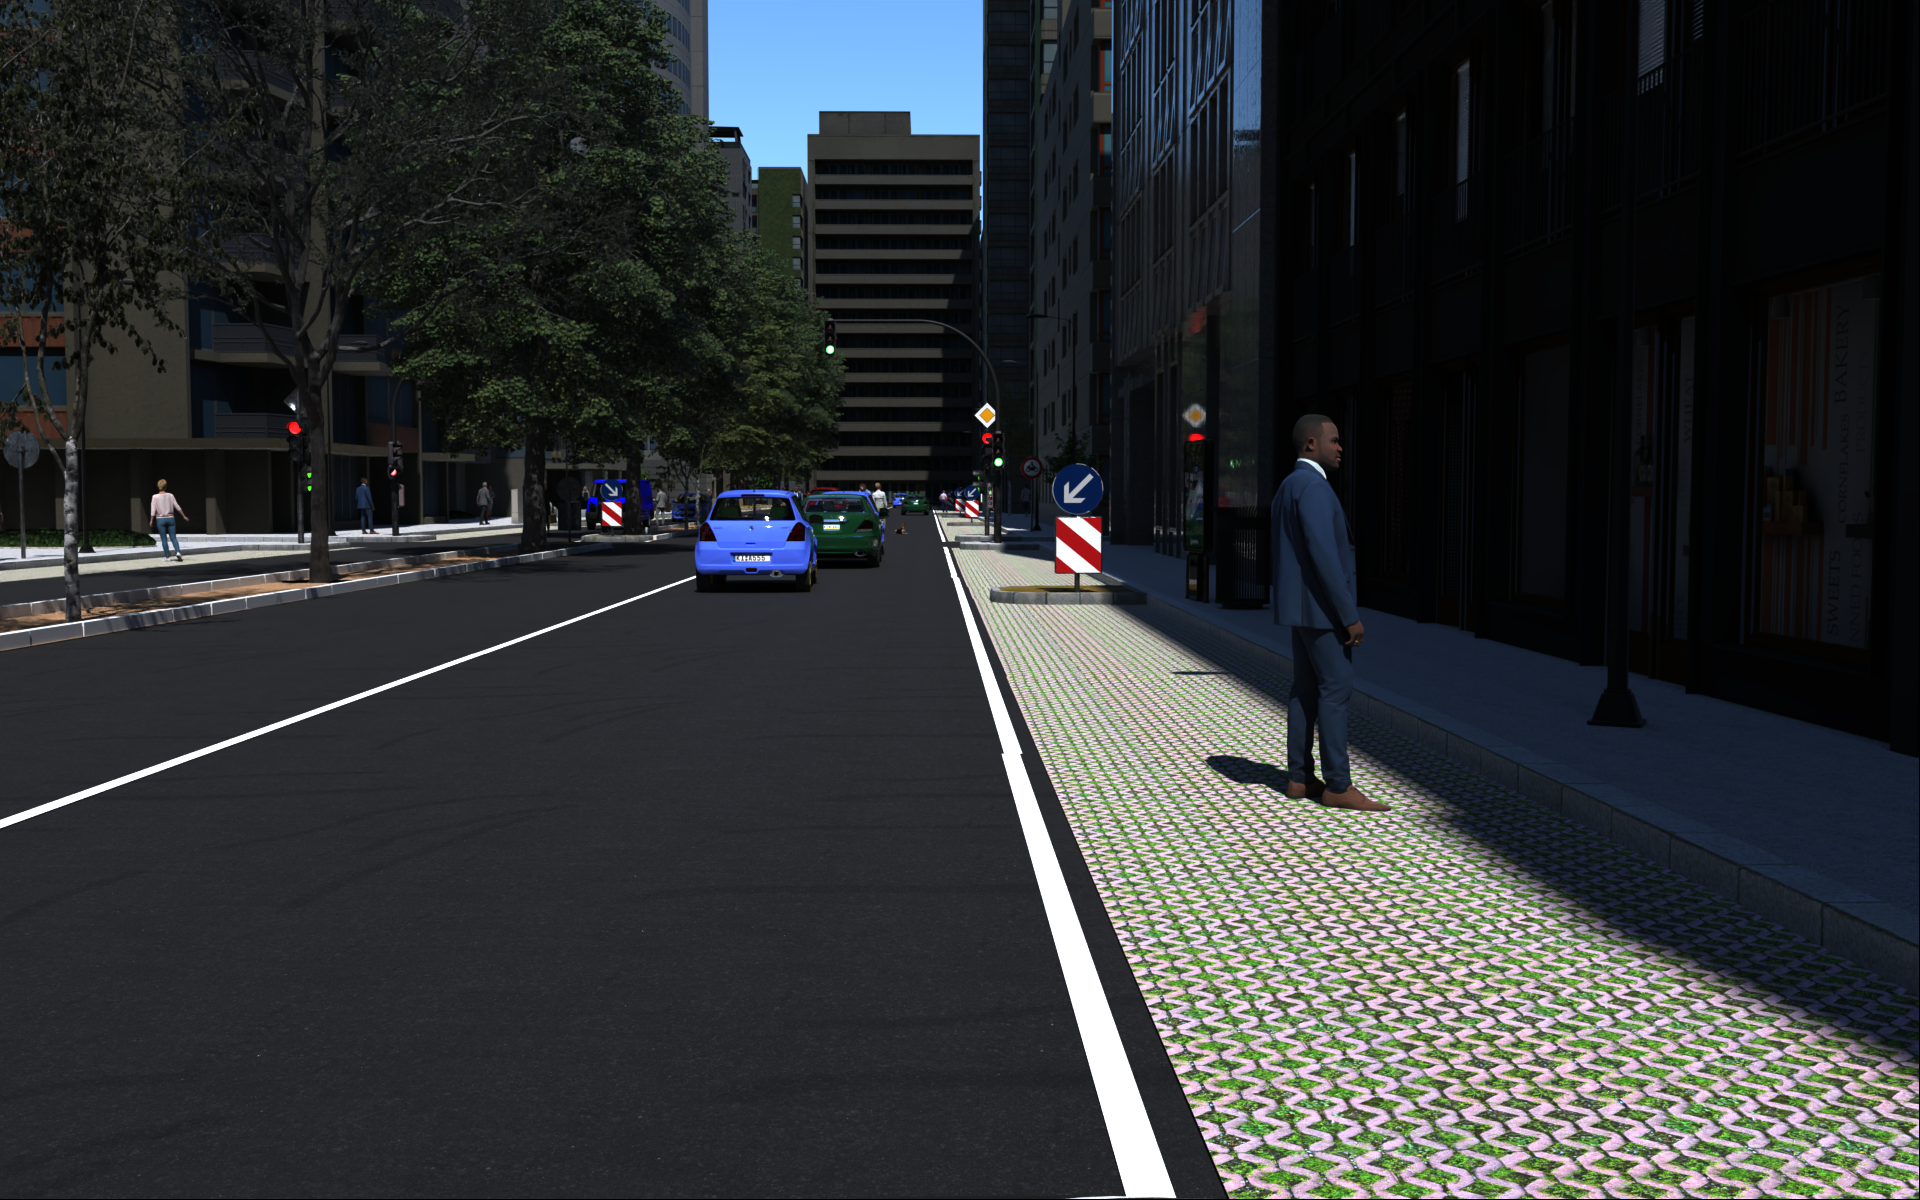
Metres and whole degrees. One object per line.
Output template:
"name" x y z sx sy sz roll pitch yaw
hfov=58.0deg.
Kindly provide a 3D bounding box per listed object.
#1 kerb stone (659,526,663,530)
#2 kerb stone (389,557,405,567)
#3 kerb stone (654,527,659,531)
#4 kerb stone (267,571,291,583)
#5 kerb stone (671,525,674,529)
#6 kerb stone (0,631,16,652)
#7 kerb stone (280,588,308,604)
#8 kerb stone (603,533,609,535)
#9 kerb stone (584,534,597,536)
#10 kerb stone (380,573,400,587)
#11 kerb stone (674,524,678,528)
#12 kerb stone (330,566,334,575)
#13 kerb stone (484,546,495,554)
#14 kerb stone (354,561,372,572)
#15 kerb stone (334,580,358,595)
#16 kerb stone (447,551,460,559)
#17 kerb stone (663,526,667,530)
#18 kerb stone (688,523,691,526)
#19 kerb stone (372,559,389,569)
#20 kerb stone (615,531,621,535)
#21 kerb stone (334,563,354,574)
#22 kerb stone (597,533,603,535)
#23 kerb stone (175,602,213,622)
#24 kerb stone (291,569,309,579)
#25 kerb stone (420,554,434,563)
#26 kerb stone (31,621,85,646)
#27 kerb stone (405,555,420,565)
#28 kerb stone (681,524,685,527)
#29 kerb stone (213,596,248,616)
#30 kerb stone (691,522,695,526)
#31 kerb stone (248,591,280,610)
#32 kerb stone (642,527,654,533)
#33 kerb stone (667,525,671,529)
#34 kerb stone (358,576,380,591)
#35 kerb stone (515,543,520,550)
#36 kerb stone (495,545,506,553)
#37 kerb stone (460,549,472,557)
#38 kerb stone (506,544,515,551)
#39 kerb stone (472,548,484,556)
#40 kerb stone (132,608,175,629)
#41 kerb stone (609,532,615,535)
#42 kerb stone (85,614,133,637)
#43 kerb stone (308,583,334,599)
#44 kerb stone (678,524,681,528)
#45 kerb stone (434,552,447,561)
"kerb stone" -11.817 -2.771 67.495 0.120 0.150 1.000 0 4 -1
"kerb stone" -11.212 -0.731 34.144 0.120 0.150 1.000 0 4 -1
"kerb stone" -11.799 -2.705 66.473 0.120 0.150 1.000 0 4 -1
"kerb stone" -11.102 -0.355 28.006 0.120 0.150 1.000 0 4 -1
"kerb stone" -11.873 -2.958 70.570 0.120 0.150 1.000 0 4 -1
"kerb stone" -8.775 0.395 15.744 0.120 0.150 1.000 0 4 -1
"kerb stone" -8.909 -0.044 22.922 0.120 0.150 1.000 0 4 -1
"kerb stone" -11.612 -2.079 56.182 0.120 0.150 1.000 0 4 -1
"kerb stone" -11.578 -1.954 54.138 0.120 0.150 1.000 0 4 -1
"kerb stone" -8.986 -0.295 27.017 0.120 0.150 1.000 0 4 -1
"kerb stone" -11.889 -3.021 71.592 0.120 0.150 1.000 0 4 -1
"kerb stone" -11.136 -0.481 30.052 0.120 0.150 1.000 0 4 -1
"kerb stone" -11.337 -1.170 41.325 0.120 0.150 1.000 0 4 -1
"kerb stone" -11.174 -0.606 32.098 0.120 0.150 1.000 0 4 -1
"kerb stone" -8.942 -0.170 24.973 0.120 0.150 1.000 0 4 -1
"kerb stone" -11.286 -0.981 38.238 0.120 0.150 1.000 0 4 -1
"kerb stone" -11.835 -2.833 68.517 0.120 0.150 1.000 0 4 -1
"kerb stone" -11.974 -3.266 75.684 0.120 0.150 1.000 0 4 -1
"kerb stone" -11.192 -0.667 33.122 0.120 0.150 1.000 0 4 -1
"kerb stone" -11.649 -2.204 58.233 0.120 0.150 1.000 0 4 -1
"kerb stone" -11.152 -0.540 31.074 0.120 0.150 1.000 0 4 -1
"kerb stone" -11.592 -2.014 55.160 0.120 0.150 1.000 0 4 -1
"kerb stone" -8.855 0.150 19.843 0.120 0.150 1.000 0 4 -1
"kerb stone" -11.115 -0.418 29.028 0.120 0.150 1.000 0 4 -1
"kerb stone" -11.243 -0.856 36.195 0.120 0.150 1.000 0 4 -1
"kerb stone" -8.803 0.332 16.766 0.120 0.150 1.000 0 4 -1
"kerb stone" -11.232 -0.794 35.173 0.120 0.150 1.000 0 4 -1
"kerb stone" -11.930 -3.146 73.640 0.120 0.150 1.000 0 4 -1
"kerb stone" -8.865 0.081 20.871 0.120 0.150 1.000 0 4 -1
"kerb stone" -11.981 -3.334 76.707 0.120 0.150 1.000 0 4 -1
"kerb stone" -8.884 0.018 21.899 0.120 0.150 1.000 0 4 -1
"kerb stone" -11.785 -2.638 65.434 0.120 0.150 1.000 0 4 -1
"kerb stone" -11.860 -2.893 69.548 0.120 0.150 1.000 0 4 -1
"kerb stone" -8.965 -0.232 25.995 0.120 0.150 1.000 0 4 -1
"kerb stone" -11.394 -1.358 44.401 0.120 0.150 1.000 0 4 -1
"kerb stone" -11.359 -1.233 42.358 0.120 0.150 1.000 0 4 -1
"kerb stone" -11.311 -1.044 39.268 0.120 0.150 1.000 0 4 -1
"kerb stone" -11.382 -1.294 43.379 0.120 0.150 1.000 0 4 -1
"kerb stone" -11.321 -1.104 40.294 0.120 0.150 1.000 0 4 -1
"kerb stone" -8.834 0.207 18.812 0.120 0.150 1.000 0 4 -1
"kerb stone" -11.635 -2.141 57.207 0.120 0.150 1.000 0 4 -1
"kerb stone" -8.813 0.269 17.791 0.120 0.150 1.000 0 4 -1
"kerb stone" -8.922 -0.104 23.950 0.120 0.150 1.000 0 4 -1
"kerb stone" -11.919 -3.084 72.617 0.120 0.150 1.000 0 4 -1
"kerb stone" -11.270 -0.919 37.217 0.120 0.150 1.000 0 4 -1
